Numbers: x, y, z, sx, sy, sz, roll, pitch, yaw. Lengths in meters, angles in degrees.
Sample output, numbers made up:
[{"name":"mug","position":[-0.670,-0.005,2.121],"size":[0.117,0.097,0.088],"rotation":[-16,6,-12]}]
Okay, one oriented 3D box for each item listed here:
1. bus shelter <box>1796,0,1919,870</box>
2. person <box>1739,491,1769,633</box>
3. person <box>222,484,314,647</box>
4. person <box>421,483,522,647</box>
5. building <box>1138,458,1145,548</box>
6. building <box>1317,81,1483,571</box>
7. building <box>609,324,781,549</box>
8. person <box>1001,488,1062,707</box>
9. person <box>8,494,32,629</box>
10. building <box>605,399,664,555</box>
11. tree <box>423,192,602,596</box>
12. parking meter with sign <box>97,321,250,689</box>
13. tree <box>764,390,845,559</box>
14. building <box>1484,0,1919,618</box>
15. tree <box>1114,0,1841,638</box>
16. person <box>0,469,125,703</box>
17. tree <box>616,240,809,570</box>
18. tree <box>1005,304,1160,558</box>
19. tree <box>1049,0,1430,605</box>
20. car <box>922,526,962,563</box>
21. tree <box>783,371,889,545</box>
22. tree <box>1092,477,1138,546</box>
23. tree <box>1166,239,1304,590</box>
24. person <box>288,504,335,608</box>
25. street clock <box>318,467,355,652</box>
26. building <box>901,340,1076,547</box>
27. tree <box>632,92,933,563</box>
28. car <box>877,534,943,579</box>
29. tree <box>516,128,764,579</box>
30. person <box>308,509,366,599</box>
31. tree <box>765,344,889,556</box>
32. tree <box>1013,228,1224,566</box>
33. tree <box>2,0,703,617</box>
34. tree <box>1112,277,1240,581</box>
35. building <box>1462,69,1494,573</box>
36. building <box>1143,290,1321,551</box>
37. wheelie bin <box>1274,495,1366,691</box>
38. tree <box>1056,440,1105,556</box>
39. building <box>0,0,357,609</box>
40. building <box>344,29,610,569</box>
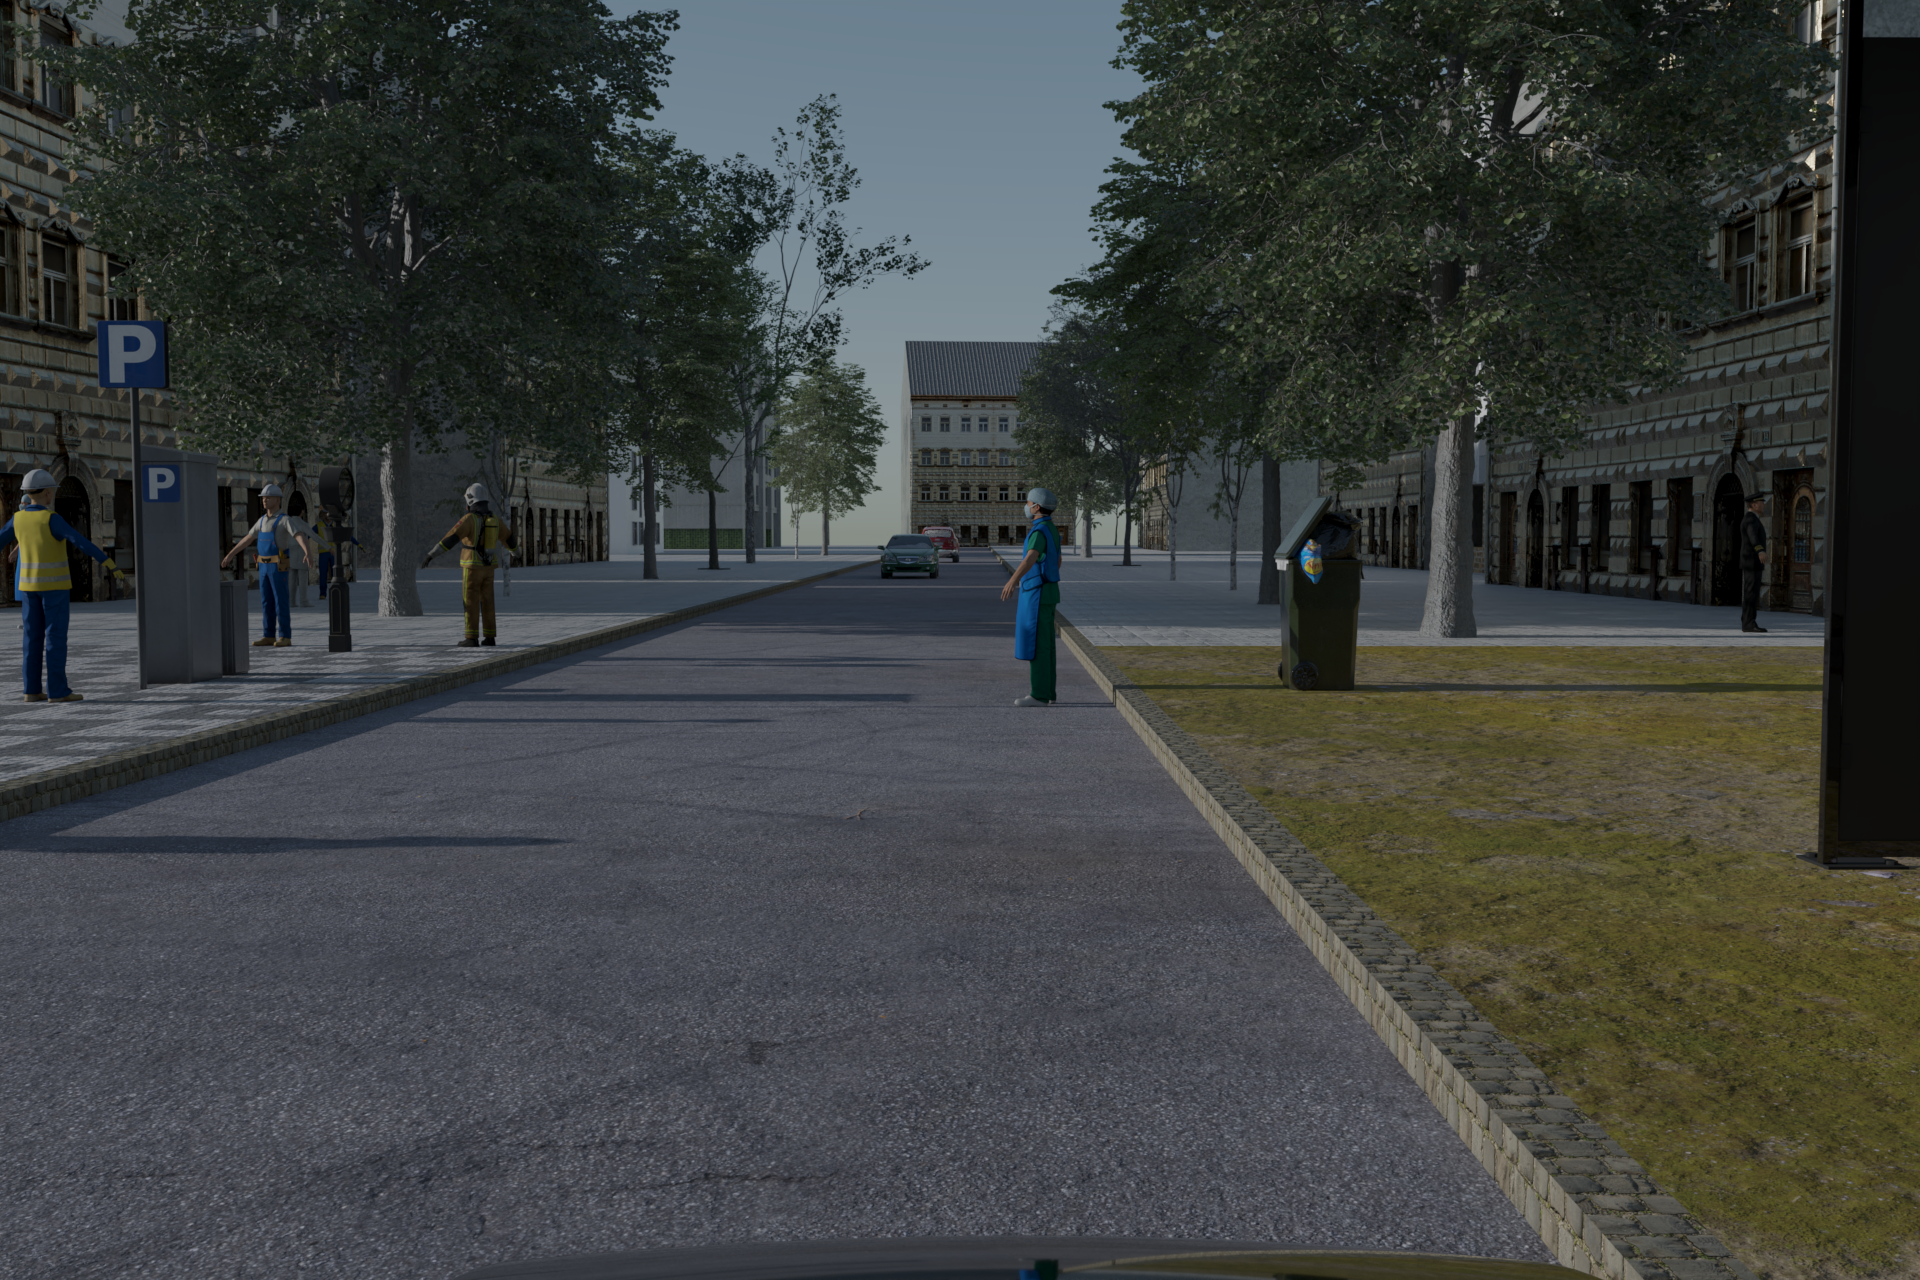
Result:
[{"name":"bus shelter","position":[3.842,-0.752,3.585],"size":[1.731,3.624,6.357],"rotation":[0,4,-1]},{"name":"person","position":[10.398,-1.022,22.642],"size":[0.705,1.837,1.347],"rotation":[1,4,21]},{"name":"person","position":[-7.863,-0.853,19.804],"size":[1.347,1.847,0.705],"rotation":[2,4,24]},{"name":"person","position":[-5.499,-0.854,19.727],"size":[0.705,1.858,1.354],"rotation":[3,4,38]},{"name":"building","position":[26.069,-19.798,154.633],"size":[19.493,23.208,18.063],"rotation":[0,4,1]},{"name":"building","position":[25.511,-14.574,69.216],"size":[19.493,23.208,18.063],"rotation":[0,4,0]},{"name":"building","position":[-26.682,-18.021,161.107],"size":[16.747,18.905,31.486],"rotation":[0,3,0]},{"name":"person","position":[0.645,-0.361,14.486],"size":[0.704,1.817,1.347],"rotation":[1,4,18]},{"name":"person","position":[-12.452,-1.044,23.199],"size":[0.704,1.817,1.347],"rotation":[-3,5,-41]},{"name":"building","position":[-25.214,-10.964,121.403],"size":[9.099,9.664,28.070],"rotation":[0,4,0]},{"name":"tree","position":[-9.356,-5.191,35.228],"size":[4.360,8.622,3.978],"rotation":[0,3,0]},{"name":"parking meter with sign","position":[-6.759,-1.150,15.066],"size":[0.543,3.016,1.738],"rotation":[0,3,0]},{"name":"tree","position":[-8.588,-8.455,88.606],"size":[4.360,8.622,3.978],"rotation":[0,3,0]},{"name":"building","position":[22.587,-12.451,34.495],"size":[19.493,23.208,18.063],"rotation":[0,4,1]},{"name":"tree","position":[6.098,-7.016,21.367],"size":[9.857,13.997,8.962],"rotation":[0,3,0]},{"name":"person","position":[-6.974,-0.418,13.296],"size":[1.216,1.772,0.721],"rotation":[1,4,12]},{"name":"tree","position":[-9.043,-8.352,62.309],"size":[9.928,11.665,9.643],"rotation":[0,3,0]},{"name":"tree","position":[6.802,-11.445,93.775],"size":[9.857,13.997,8.962],"rotation":[0,3,0]},{"name":"tree","position":[5.476,-6.950,31.753],"size":[7.486,12.596,7.792],"rotation":[0,3,0]},{"name":"car","position":[-1.063,-4.835,87.720],"size":[2.281,1.827,5.304],"rotation":[0,4,1]},{"name":"tree","position":[-14.088,-20.877,197.224],"size":[12.611,20.169,13.585],"rotation":[0,3,0]},{"name":"tree","position":[17.649,-15.779,192.395],"size":[7.601,10.594,8.767],"rotation":[0,4,3]},{"name":"tree","position":[6.063,-5.447,39.422],"size":[4.360,8.622,3.978],"rotation":[0,3,0]},{"name":"person","position":[-11.570,-1.476,30.319],"size":[1.347,1.806,0.705],"rotation":[1,4,16]},{"name":"street clock","position":[-6.751,-0.871,18.810],"size":[0.358,2.002,0.471],"rotation":[0,4,1]},{"name":"building","position":[2.821,-22.203,196.399],"size":[18.063,23.208,19.493],"rotation":[0,4,-5]},{"name":"tree","position":[-8.055,-13.362,74.363],"size":[12.611,20.169,13.585],"rotation":[0,3,0]},{"name":"car","position":[-1.630,-2.777,57.199],"size":[2.131,1.459,4.920],"rotation":[0,4,0]},{"name":"tree","position":[-9.101,-8.004,48.985],"size":[7.486,12.596,7.792],"rotation":[0,3,0]},{"name":"person","position":[-12.404,-1.717,34.047],"size":[1.349,1.833,0.705],"rotation":[-2,4,-28]},{"name":"tree","position":[-8.019,-11.338,103.496],"size":[7.486,12.596,7.792],"rotation":[0,3,0]},{"name":"tree","position":[6.833,-9.710,69.135],"size":[12.009,13.543,11.850],"rotation":[0,3,0]},{"name":"tree","position":[-8.875,-7.341,26.687],"size":[9.857,13.997,8.962],"rotation":[0,3,0]},{"name":"tree","position":[5.938,-5.963,47.855],"size":[4.737,8.622,4.395],"rotation":[0,3,0]},{"name":"building","position":[21.908,-12.300,57.523],"size":[16.016,20.090,11.380],"rotation":[0,4,0]},{"name":"building","position":[24.632,-18.660,136.022],"size":[19.493,23.208,18.063],"rotation":[0,4,1]},{"name":"wheelie bin","position":[2.999,-0.399,14.426],"size":[0.693,1.594,0.980],"rotation":[0,4,1]},{"name":"tree","position":[6.852,-9.331,102.927],"size":[4.737,8.622,4.395],"rotation":[0,3,0]},{"name":"building","position":[-25.413,-12.570,36.455],"size":[19.493,23.208,18.063],"rotation":[0,4,1]},{"name":"building","position":[-25.971,-14.768,72.388],"size":[19.493,23.208,18.063],"rotation":[0,4,1]}]
